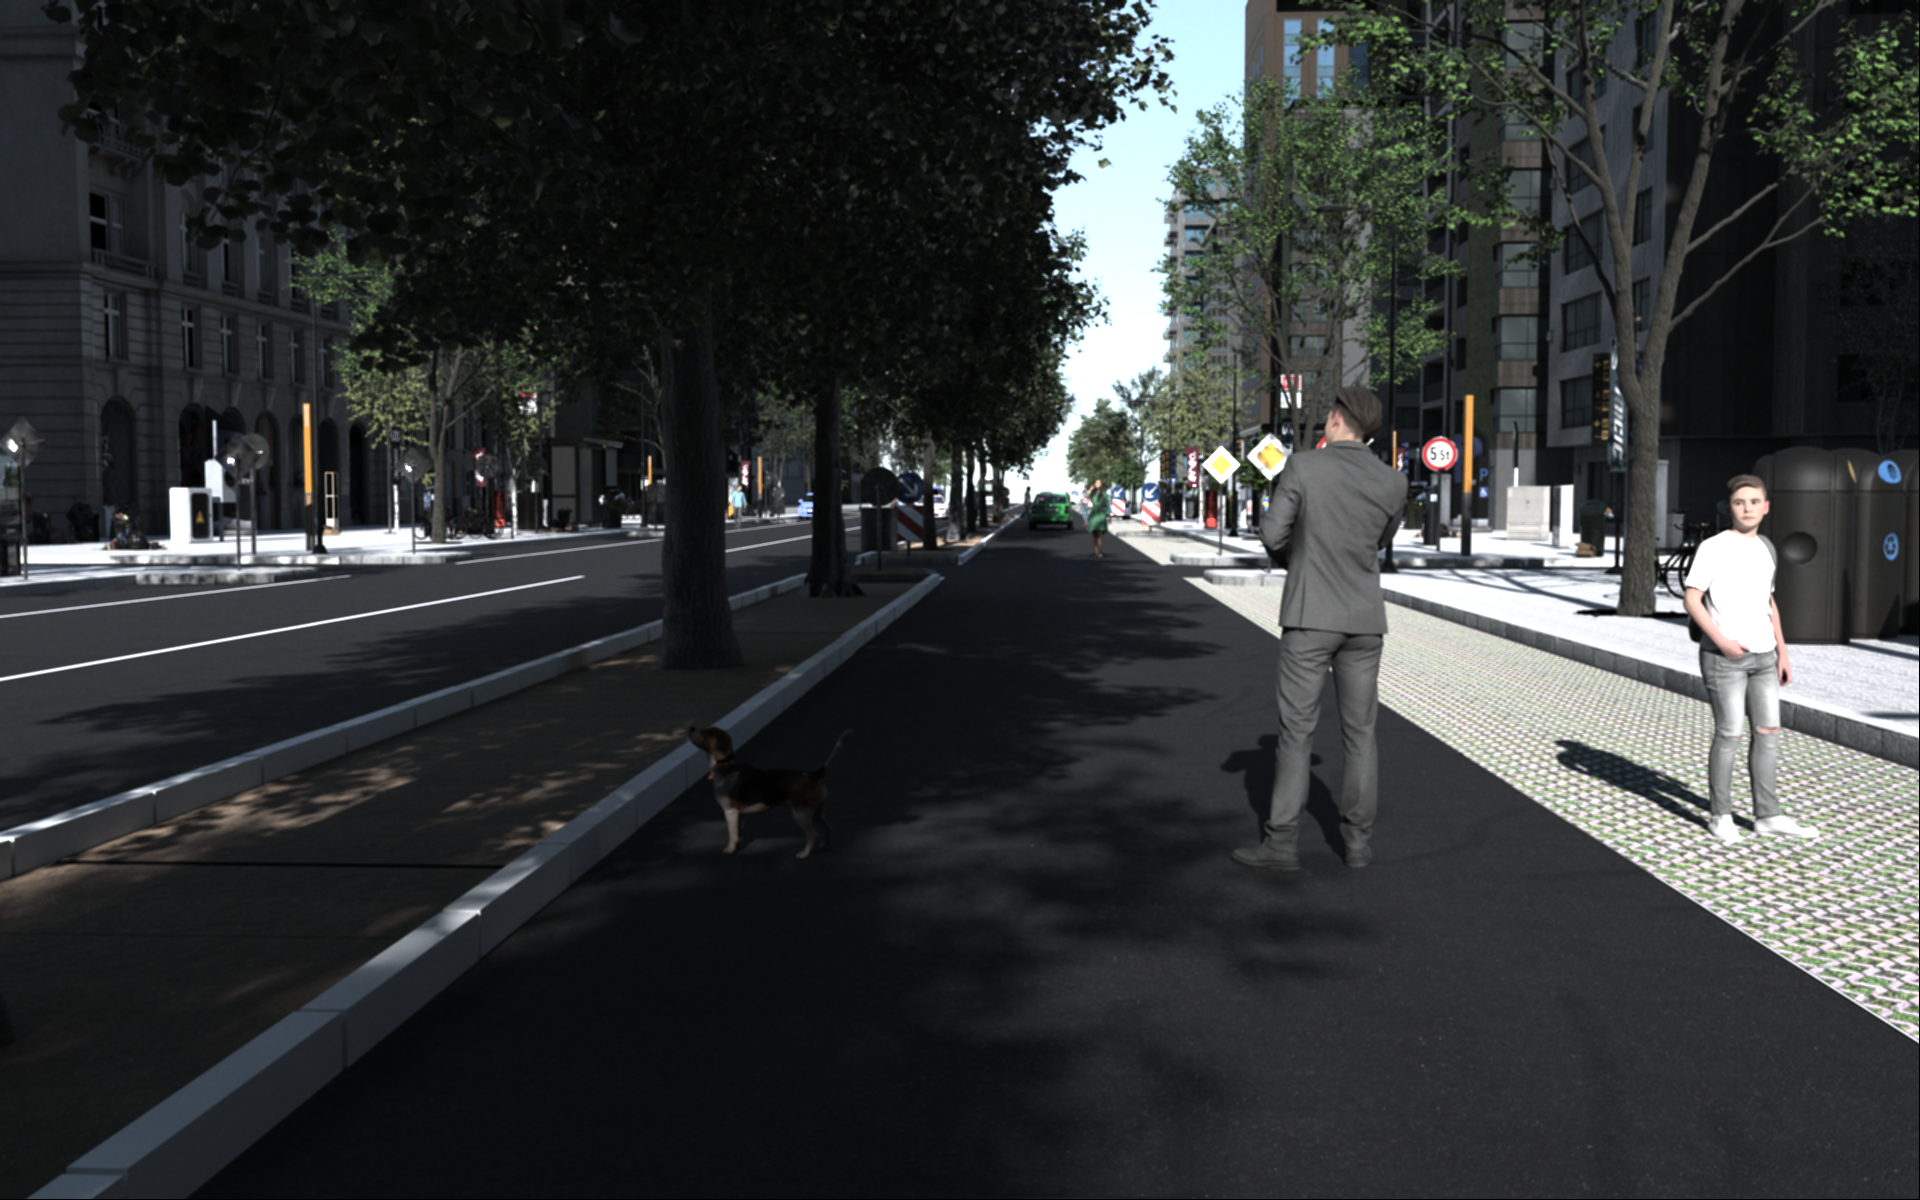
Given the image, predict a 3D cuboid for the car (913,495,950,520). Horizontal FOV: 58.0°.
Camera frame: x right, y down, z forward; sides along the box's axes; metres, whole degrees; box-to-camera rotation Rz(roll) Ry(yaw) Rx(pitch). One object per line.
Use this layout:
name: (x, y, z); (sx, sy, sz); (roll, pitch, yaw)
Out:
car: (-1.609, -5.238, 98.000); (2.083, 1.381, 4.827); (0, 4, 2)

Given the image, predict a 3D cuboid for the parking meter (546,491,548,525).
parking meter: (-16.993, -3.887, 71.966); (0.372, 1.533, 0.369); (0, 3, 0)

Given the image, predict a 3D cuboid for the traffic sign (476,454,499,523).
traffic sign: (-15.203, -3.399, 55.680); (0.768, 2.556, 0.104); (1, 4, 9)

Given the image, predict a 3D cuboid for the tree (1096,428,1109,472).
tree: (14.181, -12.344, 152.194); (4.737, 8.622, 4.395); (0, 3, 0)

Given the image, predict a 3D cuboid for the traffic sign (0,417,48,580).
traffic sign: (-14.028, -1.514, 25.946); (0.795, 2.450, 0.064); (0, 4, 7)

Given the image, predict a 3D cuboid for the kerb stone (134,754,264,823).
kerb stone: (-3.504, 0.870, 7.977); (0.120, 0.150, 1.000); (0, 4, 3)

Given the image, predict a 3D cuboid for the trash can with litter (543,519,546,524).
trash can with litter: (-18.273, -3.935, 75.400); (1.678, 1.210, 2.233); (-1, 4, -9)

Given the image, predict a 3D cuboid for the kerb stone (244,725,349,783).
kerb stone: (-3.454, 0.807, 9.006); (0.120, 0.150, 1.000); (0, 4, 3)

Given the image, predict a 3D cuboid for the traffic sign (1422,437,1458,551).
traffic sign: (10.701, -2.360, 38.688); (0.768, 2.556, 0.104); (1, 4, 11)

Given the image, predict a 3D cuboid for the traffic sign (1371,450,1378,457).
traffic sign: (11.415, -2.981, 48.844); (0.768, 2.556, 0.104); (1, 4, 12)

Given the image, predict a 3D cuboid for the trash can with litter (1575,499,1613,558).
trash can with litter: (12.853, -1.454, 35.156); (0.624, 1.170, 1.055); (2, 4, 29)

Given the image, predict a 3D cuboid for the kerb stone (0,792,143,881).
kerb stone: (-3.557, 0.932, 6.956); (0.120, 0.150, 1.000); (0, 4, 3)

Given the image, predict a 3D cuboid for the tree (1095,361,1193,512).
tree: (13.028, -11.389, 120.630); (7.601, 10.594, 8.767); (-1, 4, -22)

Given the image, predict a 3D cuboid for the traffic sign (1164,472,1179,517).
traffic sign: (11.152, -5.586, 91.435); (0.768, 2.556, 0.104); (1, 4, 9)

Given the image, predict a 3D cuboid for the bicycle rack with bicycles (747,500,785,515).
bicycle rack with bicycles: (-12.262, -5.795, 108.130); (2.925, 0.926, 2.852); (-2, 4, -23)

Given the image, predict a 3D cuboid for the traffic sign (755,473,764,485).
traffic sign: (-11.646, -6.187, 101.257); (0.768, 2.556, 0.104); (1, 4, 12)

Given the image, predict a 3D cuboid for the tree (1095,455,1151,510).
tree: (14.082, -9.724, 142.706); (4.285, 4.588, 4.351); (0, 3, 0)

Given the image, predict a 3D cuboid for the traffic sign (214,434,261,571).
traffic sign: (-12.060, -1.546, 28.924); (0.795, 2.450, 0.064); (0, 4, 3)

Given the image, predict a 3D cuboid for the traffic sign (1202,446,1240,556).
traffic sign: (5.421, -1.979, 36.002); (0.795, 2.450, 0.064); (0, 4, 3)

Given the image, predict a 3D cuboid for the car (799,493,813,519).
car: (-8.211, -5.480, 99.187); (1.945, 1.707, 3.694); (0, 4, 3)

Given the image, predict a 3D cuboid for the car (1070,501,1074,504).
car: (5.285, -5.238, 95.428); (2.009, 1.686, 4.222); (0, 4, 4)

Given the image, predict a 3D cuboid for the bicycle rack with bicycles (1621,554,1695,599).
bicycle rack with bicycles: (9.382, -0.458, 20.863); (2.925, 0.926, 2.852); (0, 4, -7)

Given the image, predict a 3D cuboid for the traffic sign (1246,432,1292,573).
traffic sign: (5.011, -1.491, 28.028); (0.795, 2.450, 0.064); (0, 4, 3)

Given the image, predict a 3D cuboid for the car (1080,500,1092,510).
car: (10.847, -7.962, 142.759); (1.945, 1.354, 3.894); (0, 4, 3)

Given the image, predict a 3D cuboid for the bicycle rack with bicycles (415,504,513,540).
bicycle rack with bicycles: (-14.143, -2.202, 49.388); (2.925, 0.926, 2.852); (-2, 4, -34)

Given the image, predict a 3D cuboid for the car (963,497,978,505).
car: (1.447, -13.165, 225.037); (2.009, 1.686, 4.222); (0, 4, 4)

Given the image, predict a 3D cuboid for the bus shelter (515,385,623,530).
bus shelter: (-14.820, -5.358, 65.238); (2.179, 5.291, 8.768); (0, 4, 3)

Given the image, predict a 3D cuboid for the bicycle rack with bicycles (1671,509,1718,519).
bicycle rack with bicycles: (16.877, -1.648, 40.322); (2.852, 0.926, 2.925); (-2, 4, -32)

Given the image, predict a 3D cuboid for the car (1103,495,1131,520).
car: (8.286, -5.007, 93.875); (2.014, 1.417, 4.499); (0, 4, 1)

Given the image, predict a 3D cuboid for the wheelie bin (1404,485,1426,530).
wheelie bin: (16.419, -3.339, 62.498); (0.980, 1.594, 0.693); (0, 4, 4)

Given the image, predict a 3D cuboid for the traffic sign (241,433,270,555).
traffic sign: (-14.785, -2.207, 36.195); (0.768, 2.556, 0.104); (1, 4, 10)

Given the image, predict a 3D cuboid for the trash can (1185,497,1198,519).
trash can: (12.076, -4.815, 90.376); (0.748, 1.137, 0.748); (0, 3, 0)

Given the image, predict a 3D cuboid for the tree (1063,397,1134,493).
tree: (17.026, -17.408, 202.747); (7.486, 12.596, 7.792); (0, 3, 0)

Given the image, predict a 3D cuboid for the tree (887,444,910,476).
tree: (-5.267, -16.925, 211.132); (8.767, 10.594, 7.601); (-3, 5, -41)

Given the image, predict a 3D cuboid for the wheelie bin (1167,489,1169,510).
wheelie bin: (12.750, -6.101, 107.666); (0.693, 1.594, 0.980); (-2, 4, -35)

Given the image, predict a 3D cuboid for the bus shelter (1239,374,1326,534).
bus shelter: (10.224, -4.768, 55.594); (2.179, 5.291, 8.768); (0, 4, 3)

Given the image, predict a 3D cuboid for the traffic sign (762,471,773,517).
traffic sign: (-10.677, -5.815, 95.186); (0.768, 2.556, 0.104); (1, 4, 12)

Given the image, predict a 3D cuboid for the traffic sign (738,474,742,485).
traffic sign: (-11.575, -5.344, 89.508); (0.606, 2.300, 0.079); (0, 4, 8)

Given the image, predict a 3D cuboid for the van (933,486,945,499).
van: (-2.454, -9.311, 156.611); (2.240, 2.365, 5.245); (0, 4, 4)

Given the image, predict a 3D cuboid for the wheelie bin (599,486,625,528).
wheelie bin: (-13.040, -3.497, 65.092); (0.980, 1.594, 0.693); (-2, 4, -32)

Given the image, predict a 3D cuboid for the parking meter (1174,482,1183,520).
parking meter: (10.707, -4.844, 84.918); (0.399, 1.863, 0.255); (-2, 4, -32)

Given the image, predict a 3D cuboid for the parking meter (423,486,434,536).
parking meter: (-16.083, -2.702, 52.581); (0.372, 1.533, 0.369); (0, 3, 0)

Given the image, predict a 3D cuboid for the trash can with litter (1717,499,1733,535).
trash can with litter: (15.846, -1.472, 35.449); (0.624, 1.170, 1.055); (1, 4, 16)

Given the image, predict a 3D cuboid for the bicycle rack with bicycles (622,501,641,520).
bicycle rack with bicycles: (-16.734, -4.375, 84.906); (2.925, 0.926, 2.852); (3, 5, 41)

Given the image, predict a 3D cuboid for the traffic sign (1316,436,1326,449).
traffic sign: (7.848, -2.217, 36.353); (0.768, 2.556, 0.104); (1, 4, 9)

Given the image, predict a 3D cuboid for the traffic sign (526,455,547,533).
traffic sign: (-13.918, -3.473, 56.886); (0.768, 2.556, 0.104); (1, 4, 12)

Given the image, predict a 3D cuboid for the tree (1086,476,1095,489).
tree: (18.279, -14.760, 225.039); (4.285, 4.588, 4.351); (0, 3, 0)

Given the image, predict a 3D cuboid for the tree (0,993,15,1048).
tree: (-2.804, -5.798, 3.908); (9.857, 13.997, 8.962); (0, 3, 0)

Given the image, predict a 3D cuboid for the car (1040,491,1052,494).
car: (11.569, -13.717, 232.939); (2.281, 1.827, 5.304); (0, 4, 4)

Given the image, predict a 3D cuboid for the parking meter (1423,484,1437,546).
parking meter: (11.770, -2.130, 43.234); (0.372, 1.533, 0.369); (0, 3, 0)

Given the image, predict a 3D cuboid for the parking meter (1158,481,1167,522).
parking meter: (9.148, -4.440, 78.312); (0.255, 1.863, 0.399); (2, 4, 32)

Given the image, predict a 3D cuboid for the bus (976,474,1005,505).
bus: (3.208, -11.368, 180.728); (2.948, 3.499, 13.247); (0, 4, 2)

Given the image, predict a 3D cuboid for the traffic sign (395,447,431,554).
traffic sign: (-11.649, -2.034, 36.898); (0.795, 2.450, 0.064); (0, 4, 3)

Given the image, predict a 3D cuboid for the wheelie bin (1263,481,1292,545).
wheelie bin: (7.596, -1.995, 40.527); (0.980, 1.594, 0.693); (0, 4, -1)

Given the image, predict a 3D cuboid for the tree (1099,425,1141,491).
tree: (15.690, -13.481, 170.784); (4.360, 8.622, 3.978); (0, 3, 0)

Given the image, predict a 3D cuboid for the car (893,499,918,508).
car: (-3.774, -7.042, 124.173); (2.155, 1.783, 4.494); (0, 4, 2)

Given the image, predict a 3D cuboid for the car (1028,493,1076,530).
car: (3.732, -3.771, 70.451); (1.959, 1.807, 4.718); (0, 4, 4)
